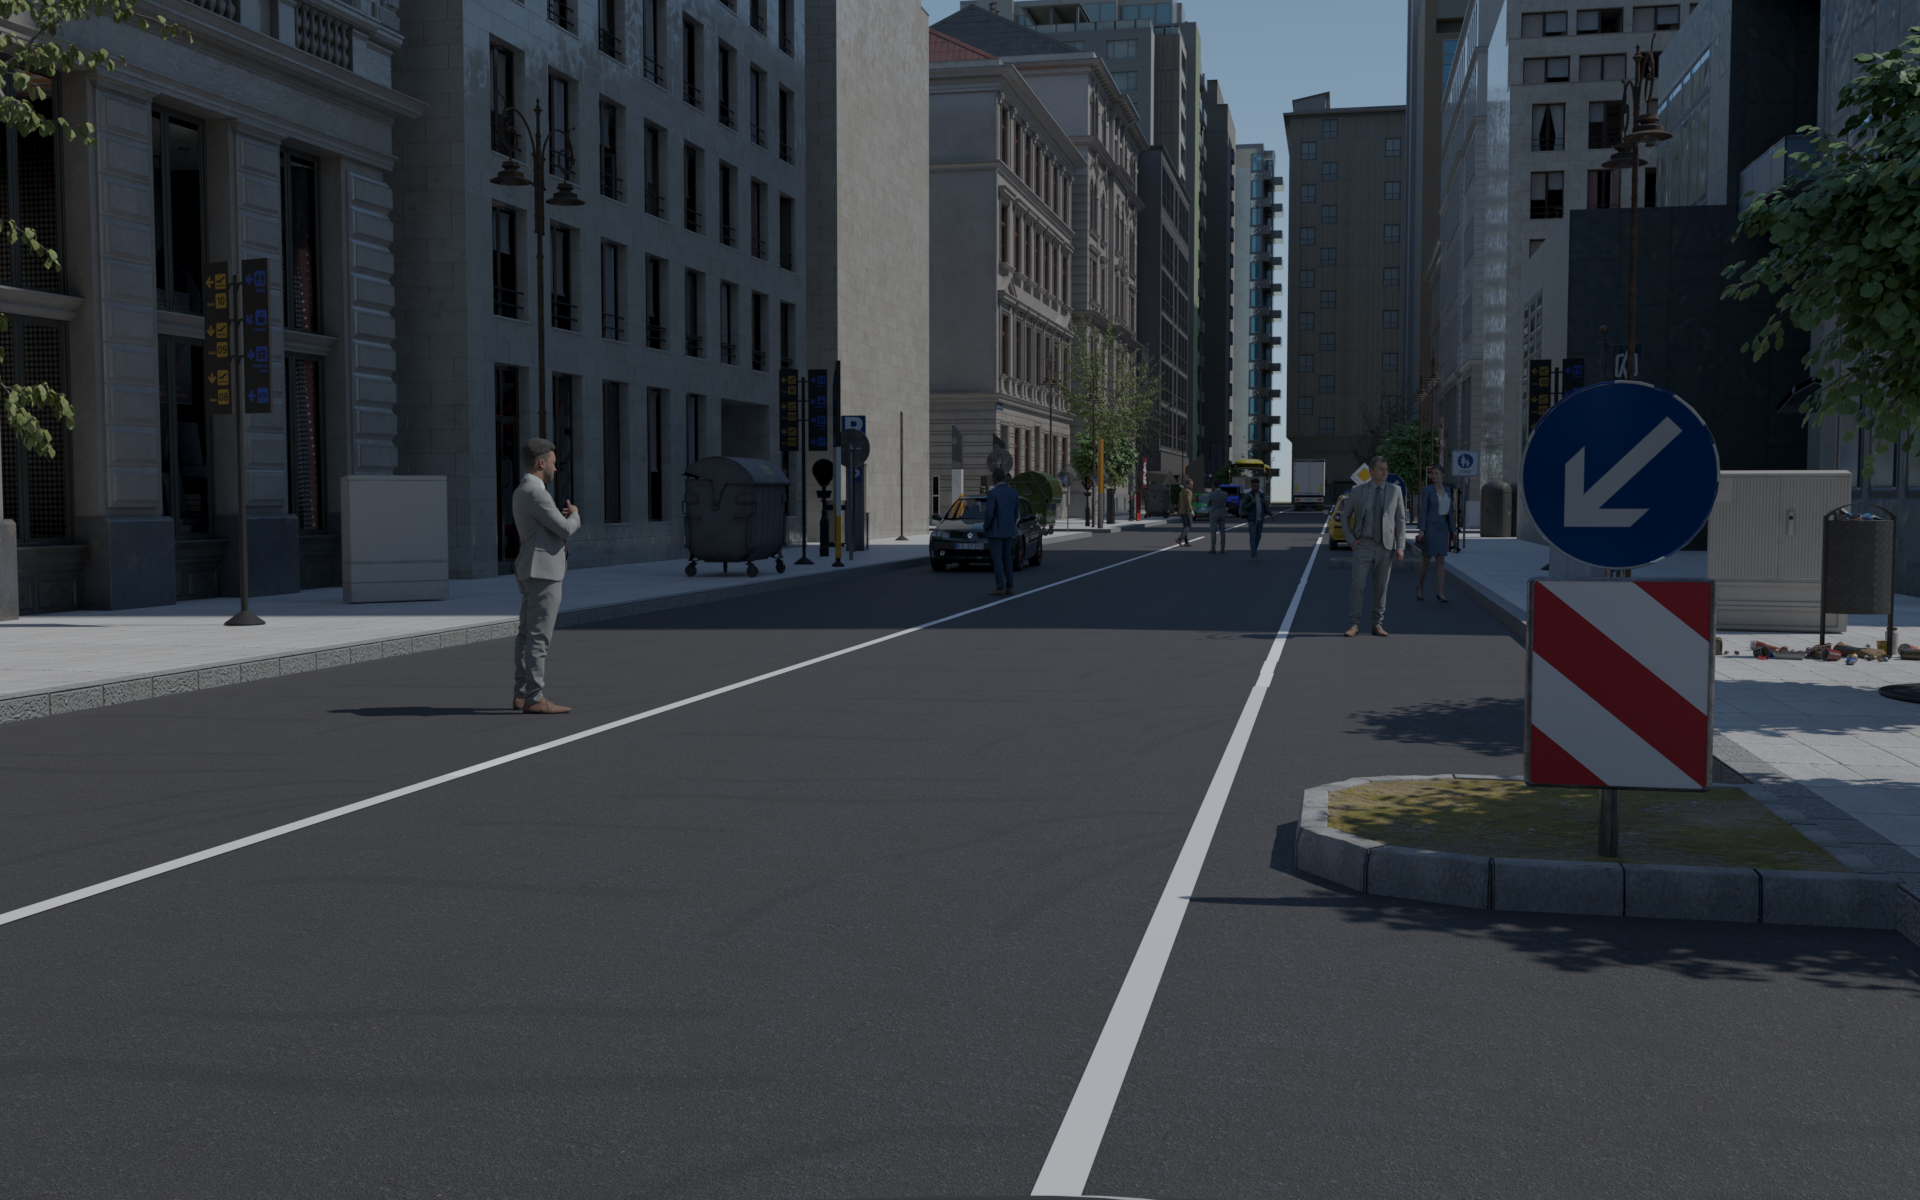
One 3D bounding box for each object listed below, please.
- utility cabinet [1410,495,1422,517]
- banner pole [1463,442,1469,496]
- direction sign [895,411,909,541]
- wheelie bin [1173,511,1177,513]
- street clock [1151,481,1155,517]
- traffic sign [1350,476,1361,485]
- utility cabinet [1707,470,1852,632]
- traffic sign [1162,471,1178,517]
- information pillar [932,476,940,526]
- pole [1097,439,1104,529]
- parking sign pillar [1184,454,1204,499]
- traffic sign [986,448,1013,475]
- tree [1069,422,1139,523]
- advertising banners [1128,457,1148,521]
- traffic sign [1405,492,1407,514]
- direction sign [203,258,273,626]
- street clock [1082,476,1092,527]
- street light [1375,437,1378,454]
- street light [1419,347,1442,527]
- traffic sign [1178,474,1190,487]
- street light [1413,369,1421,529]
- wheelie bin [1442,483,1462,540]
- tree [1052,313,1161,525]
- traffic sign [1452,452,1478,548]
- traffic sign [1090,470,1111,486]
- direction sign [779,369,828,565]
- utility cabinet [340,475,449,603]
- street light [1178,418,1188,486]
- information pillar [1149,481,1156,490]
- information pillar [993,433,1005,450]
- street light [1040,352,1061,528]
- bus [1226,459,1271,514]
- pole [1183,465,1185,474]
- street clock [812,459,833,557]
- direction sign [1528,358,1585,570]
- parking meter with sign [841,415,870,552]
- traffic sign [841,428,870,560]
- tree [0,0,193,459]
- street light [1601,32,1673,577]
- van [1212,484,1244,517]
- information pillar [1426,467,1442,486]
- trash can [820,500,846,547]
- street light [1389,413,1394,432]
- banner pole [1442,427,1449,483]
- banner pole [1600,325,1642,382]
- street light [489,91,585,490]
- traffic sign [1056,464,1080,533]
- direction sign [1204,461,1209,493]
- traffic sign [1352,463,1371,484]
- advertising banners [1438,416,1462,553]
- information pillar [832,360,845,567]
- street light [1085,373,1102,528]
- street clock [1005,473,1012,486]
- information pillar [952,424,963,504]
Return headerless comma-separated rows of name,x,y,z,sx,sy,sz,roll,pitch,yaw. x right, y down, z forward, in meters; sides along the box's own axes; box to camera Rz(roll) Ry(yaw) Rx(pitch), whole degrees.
utility cabinet,26.024,-5.314,98.038,1.020,1.237,0.306,0,4,-7
banner pole,24.360,-5.712,83.404,0.401,3.779,0.863,2,4,33
direction sign,-1.608,-3.410,47.756,0.379,3.537,0.876,0,4,1
wheelie bin,14.604,-6.713,117.658,0.980,1.594,0.693,1,4,23
street clock,10.926,-5.731,98.269,0.358,2.002,0.471,0,4,5
traffic sign,14.598,-3.635,63.075,0.795,2.450,0.064,1,4,12
utility cabinet,7.604,-0.455,16.120,1.173,1.500,0.318,1,4,20
traffic sign,11.609,-5.861,95.830,0.884,2.594,0.081,1,4,16
information pillar,-0.970,-3.963,69.286,0.304,2.012,0.304,0,4,-1
pole,5.221,-4.313,64.368,0.158,3.312,0.155,0,3,0
parking sign pillar,15.603,-7.785,115.755,1.447,3.967,1.447,-1,4,-20
traffic sign,1.105,-2.953,48.389,0.768,2.556,0.104,1,4,13
tree,6.295,-5.665,76.341,4.285,4.588,4.351,0,3,0
advertising banners,8.416,-5.238,81.823,0.090,3.025,2.074,2,4,31
traffic sign,21.417,-5.080,83.171,0.768,2.556,0.104,1,4,15
direction sign,-7.014,-1.522,16.881,0.876,3.537,0.379,2,4,26
street clock,5.039,-3.902,68.368,0.471,2.002,0.358,0,3,0
street light,32.548,-9.949,135.447,0.468,5.910,1.993,1,4,12
street light,14.832,-4.994,54.444,0.468,5.910,1.993,1,4,12
traffic sign,14.038,-6.644,108.727,0.768,2.556,0.104,1,4,21
street light,16.707,-5.512,62.903,0.468,5.910,1.993,1,4,12
wheelie bin,13.474,-2.473,48.348,0.980,1.594,0.693,-1,4,-11
tree,5.806,-7.376,70.955,4.737,8.622,4.395,0,3,0
traffic sign,11.901,-2.368,40.844,0.606,2.300,0.079,1,4,17
traffic sign,5.277,-3.760,65.123,0.795,2.450,0.064,1,4,12
direction sign,-2.844,-2.416,31.505,0.876,3.537,0.379,0,4,3
utility cabinet,-6.712,-0.728,20.577,1.173,1.500,0.318,-3,4,-38
street light,13.337,-8.008,103.720,0.468,5.910,1.993,1,4,12
information pillar,11.021,-5.788,99.130,0.304,2.012,0.304,0,4,-6
information pillar,1.466,-4.545,65.662,0.504,3.616,0.183,0,4,7
street light,2.963,-5.122,56.540,0.468,5.910,1.993,1,4,12
bus,21.057,-8.199,125.593,2.896,3.916,12.252,1,4,12
pole,15.603,-7.774,120.942,0.158,3.312,0.155,0,3,0
street clock,-2.791,-1.896,35.563,0.471,2.002,0.358,0,4,-1
direction sign,9.996,-2.269,29.102,0.876,3.537,0.379,2,4,30
parking meter with sign,-2.327,-2.628,39.232,0.543,3.016,1.738,0,4,2
traffic sign,-2.115,-2.047,33.581,0.768,2.556,0.104,1,4,18
tree,-6.901,-3.672,10.396,4.737,8.622,4.395,0,3,0
street light,6.967,-2.764,17.976,0.468,5.910,1.993,1,4,12
van,16.733,-6.365,108.448,2.240,2.365,5.245,1,4,13
information pillar,12.661,-2.557,46.301,0.304,2.012,0.304,-3,5,-39
trash can,-3.038,-1.860,42.067,0.748,1.137,0.748,0,3,0
street light,24.586,-7.727,99.120,0.468,5.910,1.993,1,4,12
banner pole,17.980,-4.541,64.259,0.401,3.779,0.863,2,4,33
banner pole,9.682,-2.176,25.595,0.401,3.779,0.863,-2,4,-35
street light,-4.933,-2.913,20.411,0.468,5.910,1.993,1,4,12
traffic sign,3.574,-3.283,57.321,0.795,2.450,0.064,1,4,12
direction sign,16.767,-7.766,118.963,0.379,3.537,0.876,-3,5,-42
traffic sign,12.895,-3.158,55.273,0.795,2.450,0.064,1,4,12
advertising banners,10.831,-2.579,38.348,0.090,3.025,2.074,0,4,3
information pillar,-2.171,-2.400,30.591,0.183,3.616,0.504,-1,4,-11
street light,5.100,-5.711,66.171,0.468,5.910,1.993,1,4,12
street clock,1.432,-3.157,56.181,0.471,2.002,0.358,-2,4,-34
information pillar,-0.092,-4.074,57.963,0.183,3.616,0.504,-3,5,-42
